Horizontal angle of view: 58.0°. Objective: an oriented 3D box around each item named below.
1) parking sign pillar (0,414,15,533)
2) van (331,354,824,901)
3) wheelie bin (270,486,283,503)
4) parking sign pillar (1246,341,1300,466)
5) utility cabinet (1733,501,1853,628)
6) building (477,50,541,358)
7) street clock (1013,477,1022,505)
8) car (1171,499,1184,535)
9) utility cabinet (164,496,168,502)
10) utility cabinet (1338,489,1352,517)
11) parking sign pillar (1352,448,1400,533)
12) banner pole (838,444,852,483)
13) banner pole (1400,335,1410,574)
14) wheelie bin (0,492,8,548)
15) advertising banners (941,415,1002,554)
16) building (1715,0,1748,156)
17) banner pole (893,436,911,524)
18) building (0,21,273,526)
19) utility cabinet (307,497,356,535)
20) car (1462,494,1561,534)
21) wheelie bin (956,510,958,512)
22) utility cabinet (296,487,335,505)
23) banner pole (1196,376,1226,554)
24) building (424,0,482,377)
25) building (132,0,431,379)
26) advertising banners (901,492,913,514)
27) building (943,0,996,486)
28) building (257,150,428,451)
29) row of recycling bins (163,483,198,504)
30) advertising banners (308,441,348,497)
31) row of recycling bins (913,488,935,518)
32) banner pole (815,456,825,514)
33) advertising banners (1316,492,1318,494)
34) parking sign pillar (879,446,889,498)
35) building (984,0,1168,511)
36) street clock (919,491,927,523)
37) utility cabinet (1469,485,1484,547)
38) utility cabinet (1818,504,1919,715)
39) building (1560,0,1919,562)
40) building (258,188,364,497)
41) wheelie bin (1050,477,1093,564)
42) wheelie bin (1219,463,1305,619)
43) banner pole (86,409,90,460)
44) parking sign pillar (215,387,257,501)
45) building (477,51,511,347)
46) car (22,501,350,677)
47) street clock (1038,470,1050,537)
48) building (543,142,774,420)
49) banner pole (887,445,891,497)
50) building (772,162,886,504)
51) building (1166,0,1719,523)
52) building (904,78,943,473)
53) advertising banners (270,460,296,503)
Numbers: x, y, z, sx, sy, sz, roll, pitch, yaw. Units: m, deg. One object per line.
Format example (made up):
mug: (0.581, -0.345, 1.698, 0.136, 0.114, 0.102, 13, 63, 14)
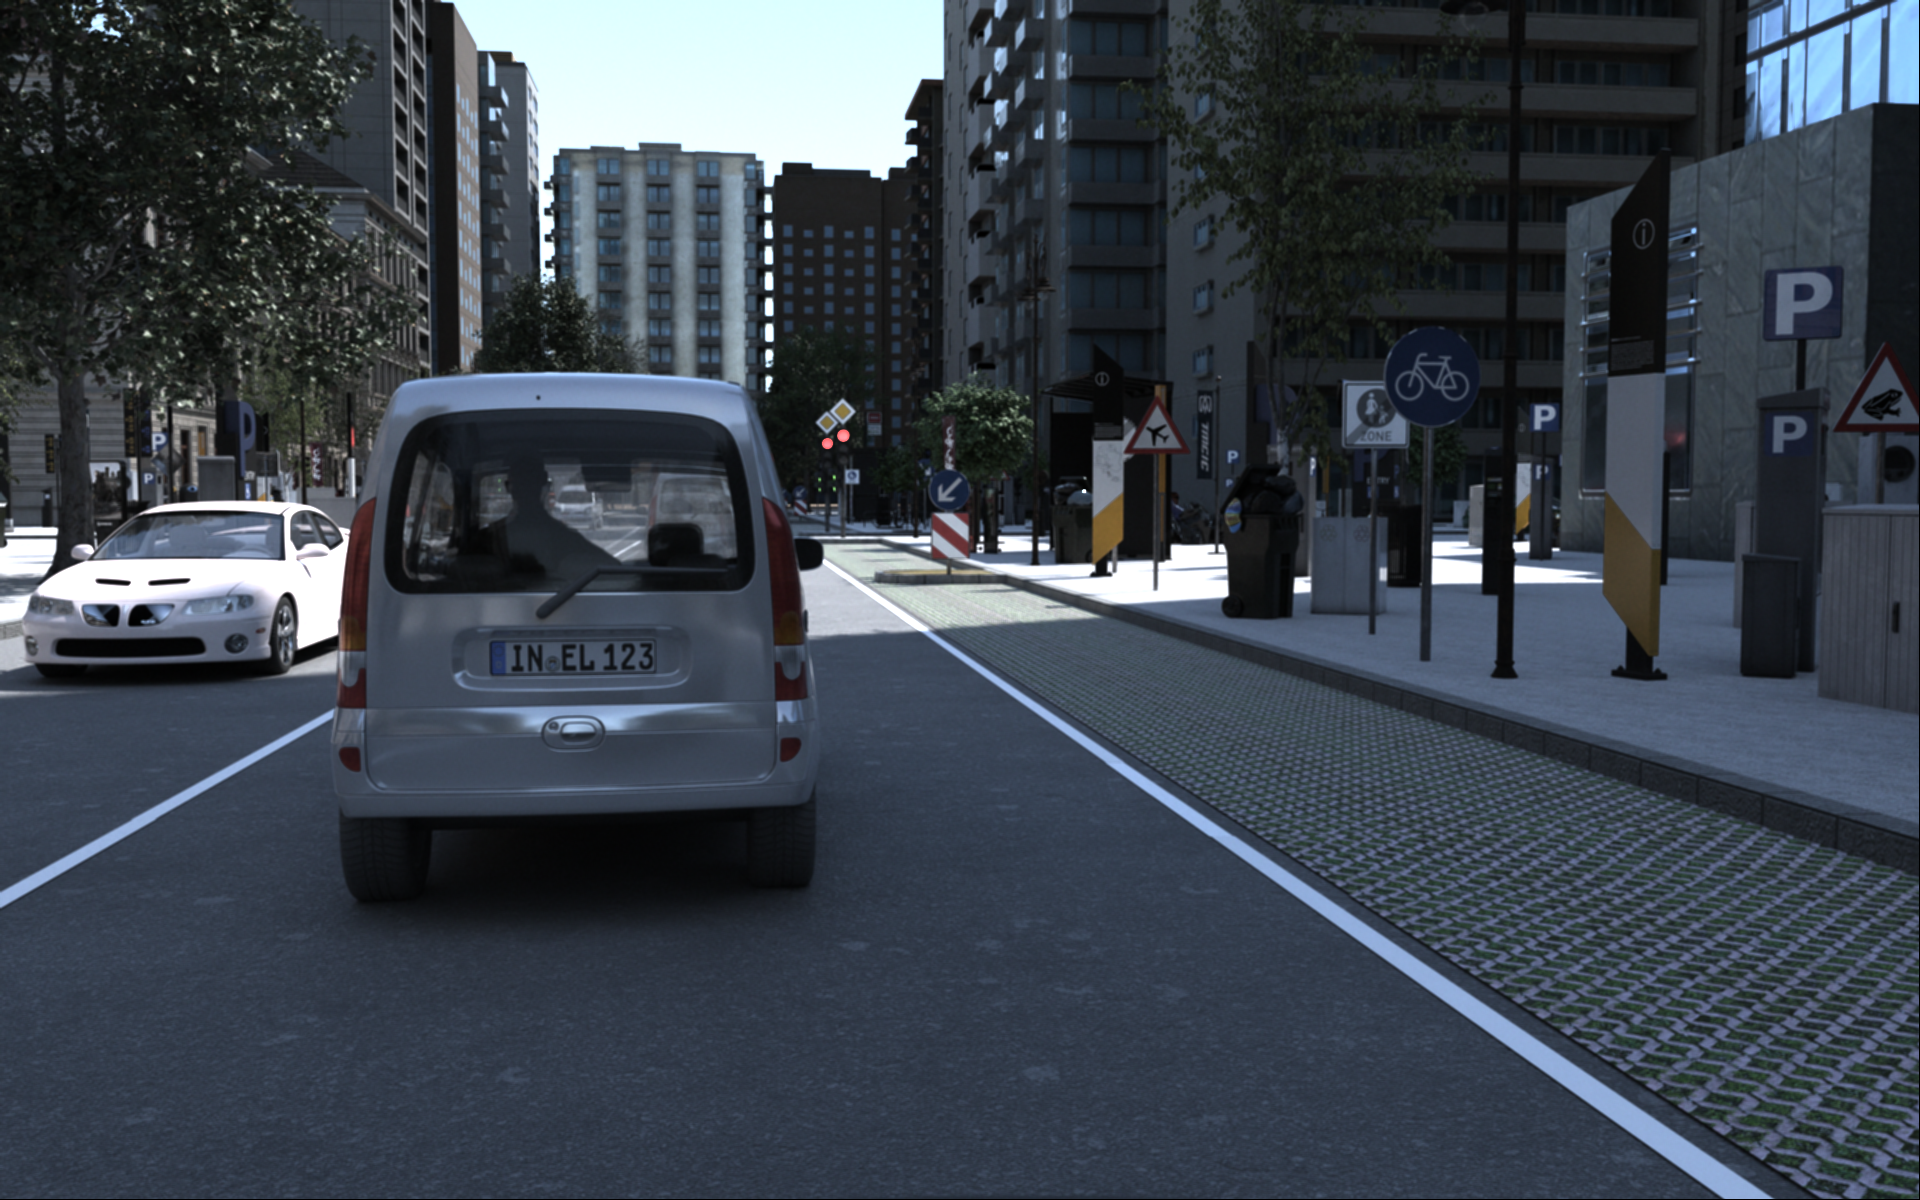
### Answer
parking sign pillar: (-32.119, -4.206, 57.237, 1.447, 3.967, 1.447, -1, 4, -20)
van: (-1.557, -0.034, 7.561, 2.013, 2.044, 4.112, -1, 4, -9)
wheelie bin: (-26.391, -3.589, 66.581, 0.693, 1.594, 0.980, -2, 4, -31)
parking sign pillar: (5.606, -2.602, 31.008, 1.447, 3.967, 1.447, 3, 4, 37)
utility cabinet: (7.960, -0.331, 16.577, 1.020, 1.237, 0.306, 0, 4, -6)
building: (-70.936, -42.237, 232.568, 28.212, 58.520, 21.231, 0, 4, -8)
street clock: (2.467, -4.256, 74.157, 0.358, 2.002, 0.471, 2, 4, 25)
car: (5.334, -2.620, 55.423, 3.894, 1.354, 1.945, -1, 4, -8)
utility cabinet: (-27.513, -2.956, 59.495, 0.306, 1.237, 1.020, 1, 4, 19)
utility cabinet: (16.175, -3.911, 72.624, 0.318, 1.500, 1.173, 2, 4, 26)
parking sign pillar: (12.123, -3.793, 50.482, 1.447, 3.967, 1.447, 3, 4, 37)
banner pole: (-5.706, -5.917, 86.760, 0.863, 3.779, 0.401, -1, 4, -11)
banner pole: (6.959, -2.264, 27.037, 0.401, 3.779, 0.863, 0, 4, 7)
wheelie bin: (-23.022, -2.021, 40.955, 0.693, 1.594, 0.980, 0, 4, -2)
advertising banners: (0.222, -2.544, 37.776, 0.090, 3.025, 2.074, -3, 4, -37)
building: (50.521, -39.728, 87.802, 20.611, 71.187, 20.563, 0, 4, -8)
banner pole: (-2.403, -5.186, 74.803, 0.401, 3.779, 0.863, 3, 5, 43)
building: (-39.477, -14.778, 77.783, 11.583, 22.565, 21.152, 0, 4, -8)
utility cabinet: (-13.526, -1.594, 37.224, 1.020, 1.237, 0.306, -2, 4, -34)
car: (19.466, -2.854, 58.454, 4.920, 1.459, 2.131, 0, 4, -8)
wheelie bin: (-0.011, -5.035, 90.233, 0.693, 1.594, 0.980, -1, 4, -23)
utility cabinet: (-21.045, -2.931, 56.608, 1.173, 1.500, 0.318, -2, 4, -30)
banner pole: (5.316, -2.863, 36.825, 0.863, 3.779, 0.401, -3, 4, -38)
building: (-51.120, -30.917, 155.605, 14.600, 45.320, 14.200, 0, 4, -8)
building: (-51.374, -42.752, 137.252, 20.563, 71.187, 20.611, 0, 4, -8)
advertising banners: (-3.599, -7.097, 112.223, 2.074, 3.025, 0.090, 3, 4, 37)
building: (13.411, -34.581, 154.646, 28.713, 52.752, 27.495, 0, 4, -8)
building: (-43.447, -17.681, 117.964, 11.050, 23.489, 19.941, 0, 4, -8)
row of recycling bins: (-29.340, -3.664, 67.013, 3.534, 1.692, 1.069, -3, 5, -39)
advertising banners: (-21.023, -3.809, 58.471, 0.090, 3.025, 2.074, 3, 4, 38)
row of recycling bins: (-1.965, -5.263, 93.162, 1.069, 1.692, 3.534, 0, 4, 6)
banner pole: (-9.220, -7.599, 114.254, 0.863, 3.779, 0.401, -3, 5, -44)
advertising banners: (13.861, -4.643, 72.105, 2.074, 3.025, 0.090, 2, 4, 26)
parking sign pillar: (-4.684, -6.693, 97.904, 1.447, 3.967, 1.447, -1, 4, -18)
building: (13.693, -30.047, 110.879, 23.786, 49.044, 30.456, 0, 4, -8)
street clock: (-1.633, -4.450, 77.323, 0.358, 2.002, 0.471, 0, 4, -5)
utility cabinet: (12.652, -2.024, 41.774, 0.318, 1.500, 1.173, 0, 4, -7)
utility cabinet: (5.639, 0.043, 10.455, 0.306, 1.237, 1.020, -1, 4, -9)
building: (26.734, -43.434, 22.815, 22.319, 86.520, 31.000, 0, 4, -8)
building: (-40.961, -14.315, 98.677, 10.561, 19.102, 19.286, 0, 4, -8)
wheelie bin: (2.110, -1.471, 31.963, 0.980, 1.594, 0.693, 3, 5, 45)
wheelie bin: (3.163, -0.618, 18.017, 0.693, 1.594, 0.980, 3, 5, 40)
banner pole: (-22.477, -3.331, 44.471, 0.401, 3.779, 0.863, 0, 4, -6)
parking sign pillar: (-15.245, -2.939, 36.525, 1.447, 3.967, 1.447, 0, 4, -5)
building: (-62.032, -34.068, 176.622, 30.456, 49.044, 23.786, 0, 4, -8)
car: (-6.454, -0.170, 15.147, 2.083, 1.381, 4.827, 0, 4, -7)
street clock: (2.438, -2.894, 51.888, 0.471, 2.002, 0.358, 2, 4, 27)
building: (-41.060, -37.857, 238.564, 30.456, 49.044, 23.786, 0, 4, -8)
banner pole: (-3.438, -6.066, 89.203, 0.401, 3.779, 0.863, 3, 5, 43)
building: (-18.321, -35.903, 237.128, 14.200, 45.320, 14.600, 0, 4, -8)
building: (21.586, -28.231, 85.279, 21.600, 48.544, 21.300, 0, 4, -8)
building: (5.743, -32.314, 182.961, 22.147, 44.769, 28.867, 0, 4, -8)
advertising banners: (-33.073, -5.444, 85.199, 2.074, 3.025, 0.090, -1, 4, -22)
